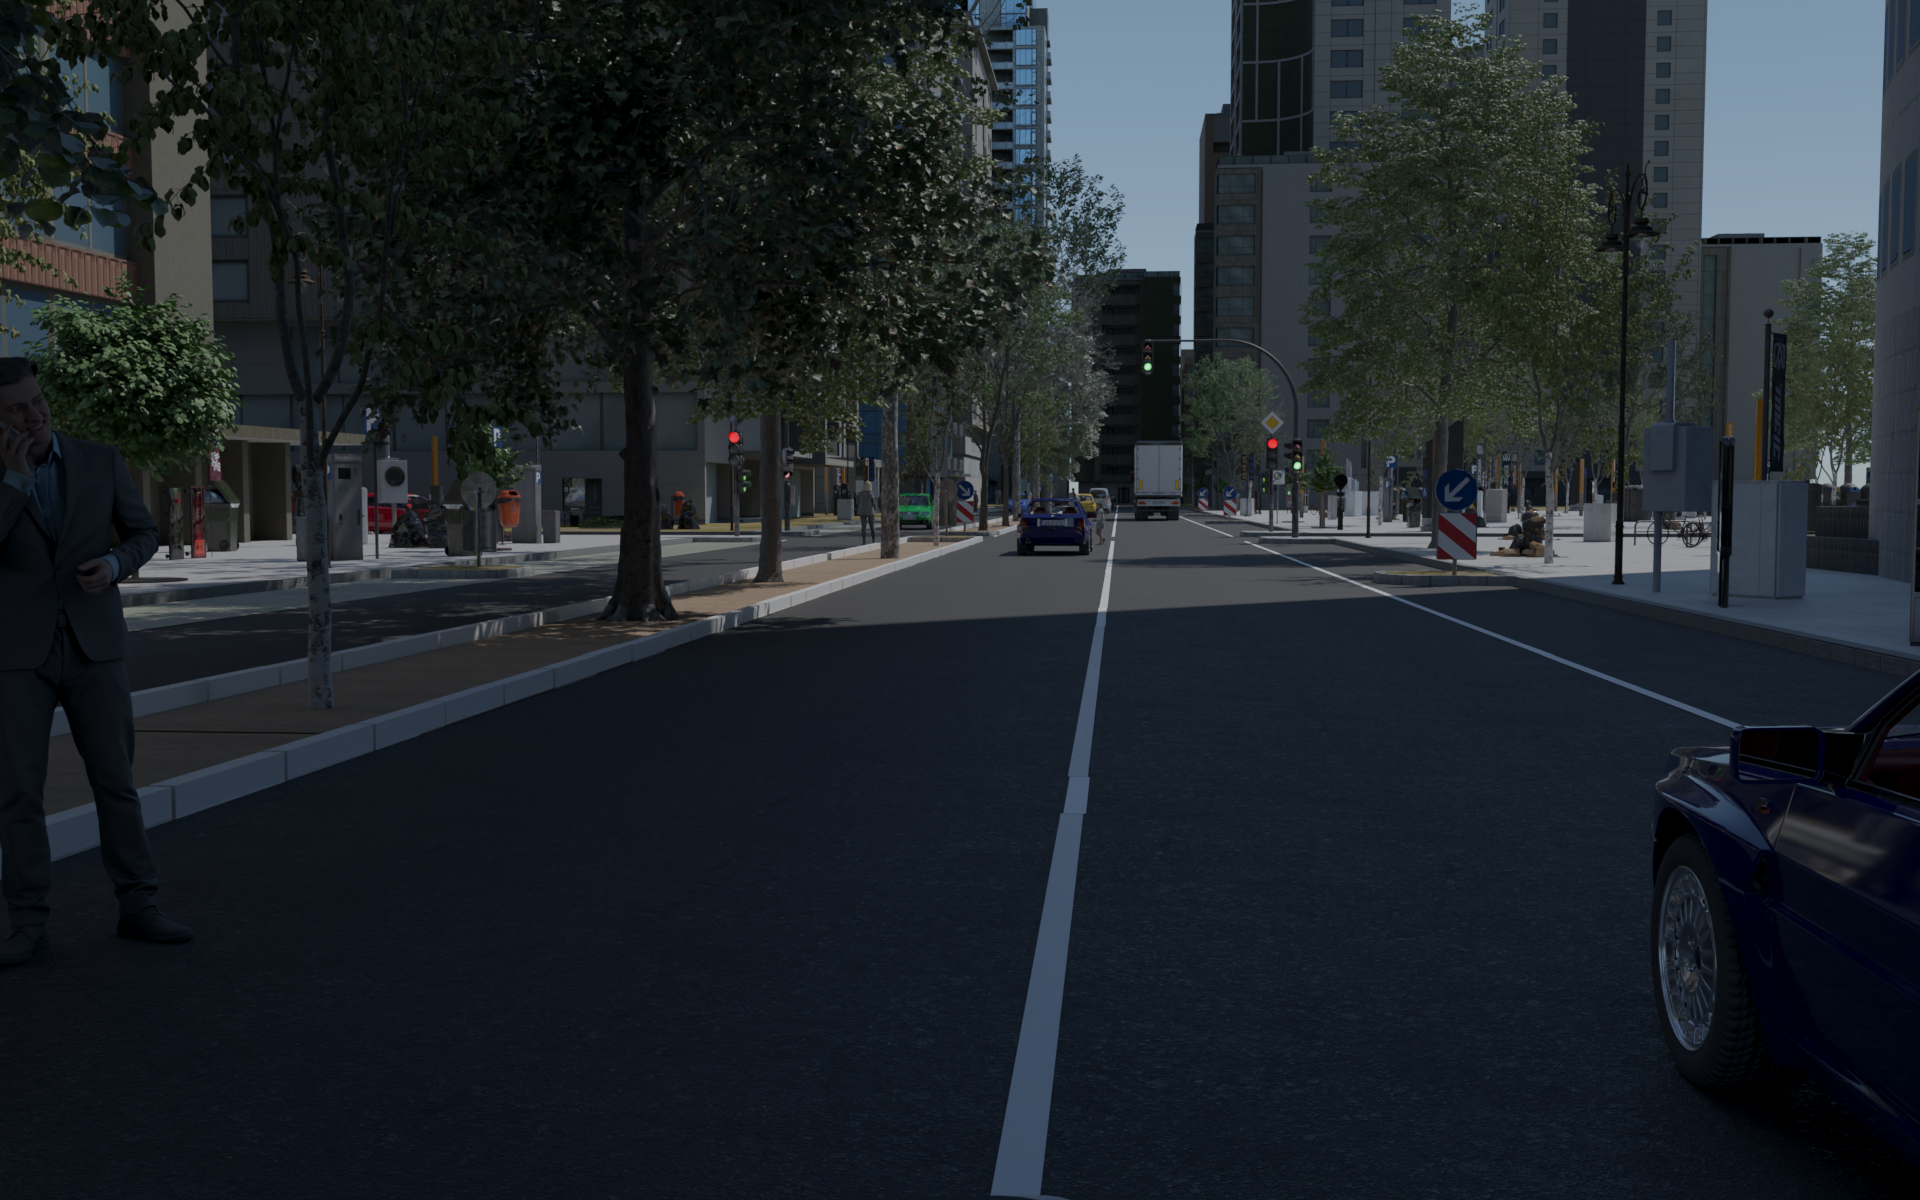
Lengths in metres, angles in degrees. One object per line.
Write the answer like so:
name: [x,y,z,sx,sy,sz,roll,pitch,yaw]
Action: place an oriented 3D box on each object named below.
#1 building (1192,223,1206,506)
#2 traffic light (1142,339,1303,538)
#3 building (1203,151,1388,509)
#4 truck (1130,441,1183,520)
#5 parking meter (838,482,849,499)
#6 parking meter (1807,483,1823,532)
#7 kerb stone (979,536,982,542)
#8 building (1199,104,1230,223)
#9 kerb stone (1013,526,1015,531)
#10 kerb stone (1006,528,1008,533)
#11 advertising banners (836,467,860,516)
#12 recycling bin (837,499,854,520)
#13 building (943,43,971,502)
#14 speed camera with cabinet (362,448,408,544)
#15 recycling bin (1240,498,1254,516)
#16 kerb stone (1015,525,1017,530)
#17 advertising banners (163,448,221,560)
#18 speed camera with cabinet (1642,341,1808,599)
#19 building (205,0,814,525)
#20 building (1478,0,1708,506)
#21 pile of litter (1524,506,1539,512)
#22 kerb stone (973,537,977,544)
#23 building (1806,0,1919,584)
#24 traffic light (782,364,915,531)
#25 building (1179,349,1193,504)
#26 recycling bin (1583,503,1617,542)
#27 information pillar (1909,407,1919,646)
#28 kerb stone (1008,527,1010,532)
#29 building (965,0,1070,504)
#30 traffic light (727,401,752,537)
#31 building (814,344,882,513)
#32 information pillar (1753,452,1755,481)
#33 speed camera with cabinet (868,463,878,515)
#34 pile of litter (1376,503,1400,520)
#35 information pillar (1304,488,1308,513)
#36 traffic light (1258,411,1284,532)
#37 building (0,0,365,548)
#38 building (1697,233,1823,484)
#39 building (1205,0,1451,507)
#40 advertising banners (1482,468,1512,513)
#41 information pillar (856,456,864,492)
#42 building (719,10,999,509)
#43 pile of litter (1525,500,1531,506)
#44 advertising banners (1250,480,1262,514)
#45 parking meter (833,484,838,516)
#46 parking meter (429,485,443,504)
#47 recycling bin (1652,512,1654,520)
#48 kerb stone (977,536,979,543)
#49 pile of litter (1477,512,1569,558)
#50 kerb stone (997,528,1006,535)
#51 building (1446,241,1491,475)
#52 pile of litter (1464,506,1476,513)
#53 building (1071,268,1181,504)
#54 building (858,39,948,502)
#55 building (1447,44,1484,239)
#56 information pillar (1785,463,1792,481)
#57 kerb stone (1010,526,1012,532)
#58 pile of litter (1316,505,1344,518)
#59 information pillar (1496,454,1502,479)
building: [31.987,-25.323,185.732,14.160,30.474,14.107,0,4,5]
traffic light: [7.723,-4.657,50.812,4.771,5.953,1.251,0,4,5]
building: [28.938,-23.148,150.176,14.160,30.474,14.107,0,4,5]
truck: [11.026,-6.628,97.278,2.839,4.237,11.283,0,4,5]
parking meter: [-5.703,-4.907,85.939,0.399,1.863,0.255,0,4,8]
parking meter: [19.570,-1.915,39.722,0.372,1.533,0.369,0,3,0]
kerb stone: [0.484,-1.754,51.038,0.120,0.150,1.000,0,4,5]
building: [34.644,-33.586,199.247,14.600,45.320,14.200,0,4,5]
kerb stone: [1.942,-2.729,66.861,0.120,0.150,1.000,0,4,5]
kerb stone: [1.571,-2.474,62.773,0.120,0.150,1.000,0,4,5]
advertising banners: [-6.429,-6.324,99.588,0.090,3.025,2.074,3,5,41]
recycling bin: [-5.630,-4.437,85.106,0.722,1.027,0.722,0,4,5]
building: [-11.502,-33.444,166.415,23.786,49.044,30.456,0,4,5]
speed camera with cabinet: [-15.211,-3.053,44.250,2.038,3.252,0.660,-3,5,-40]
recycling bin: [17.014,-5.510,102.640,0.722,1.027,0.722,1,4,19]
kerb stone: [2.034,-2.794,67.879,0.120,0.150,1.000,0,4,5]
advertising banners: [-15.216,-2.342,34.483,0.090,3.025,2.074,0,4,8]
speed camera with cabinet: [9.678,-1.688,21.942,0.660,3.252,2.038,-2,4,-28]
building: [-20.545,-30.260,83.983,28.713,52.752,27.495,0,4,5]
building: [69.090,-46.190,193.456,20.611,71.187,20.563,0,4,5]
pile of litter: [15.999,-2.112,48.499,1.719,0.858,1.176,2,4,29]
kerb stone: [0.297,-1.633,49.002,0.120,0.150,1.000,0,4,5]
building: [23.530,-29.187,19.209,21.231,58.520,28.212,0,4,5]
traffic light: [-3.906,-5.223,60.058,4.771,5.953,1.251,0,4,5]
building: [43.935,-23.588,230.710,28.899,21.520,27.650,0,4,5]
recycling bin: [17.261,-2.087,46.680,0.722,1.027,0.722,2,4,34]
information pillar: [8.227,-0.616,14.558,0.304,2.012,0.304,-3,5,-39]
kerb stone: [1.652,-2.544,63.792,0.120,0.150,1.000,0,4,5]
building: [-0.940,-56.096,229.843,31.000,86.520,22.319,0,4,5]
traffic light: [-6.729,-3.874,52.263,0.839,4.253,0.868,0,4,5]
building: [-15.956,-41.923,123.695,20.563,71.187,20.611,0,4,5]
information pillar: [44.543,-6.445,96.727,0.504,3.616,0.183,3,5,43]
speed camera with cabinet: [-5.778,-7.018,109.076,0.660,3.252,2.038,-2,4,-25]
pile of litter: [21.263,-4.412,86.097,1.176,0.858,1.719,1,4,16]
information pillar: [23.662,-6.987,118.724,0.304,2.012,0.304,-2,4,-35]
traffic light: [10.546,-4.269,58.713,0.839,4.253,0.868,0,4,5]
building: [-32.629,-23.558,39.806,28.867,44.769,22.147,0,4,5]
building: [87.327,-25.947,195.927,14.107,30.474,14.160,0,4,5]
building: [34.639,-44.531,166.330,20.563,71.187,20.611,0,4,5]
advertising banners: [35.517,-7.255,114.805,2.074,3.025,0.090,0,4,1]
information pillar: [-6.099,-6.955,105.062,0.504,3.616,0.183,0,4,-1]
building: [-10.345,-37.148,196.605,27.495,52.752,28.713,0,4,5]
pile of litter: [43.093,-7.135,130.623,1.176,0.858,1.719,1,4,11]
advertising banners: [18.832,-6.978,110.279,0.090,3.025,2.074,-1,4,-10]
parking meter: [-7.338,-5.969,103.304,0.399,1.863,0.255,1,4,15]
parking meter: [-15.215,-2.565,50.344,0.372,1.533,0.369,0,3,0]
recycling bin: [34.615,-4.450,85.313,0.722,1.027,0.722,-3,4,-37]
kerb stone: [0.385,-1.700,50.020,0.120,0.150,1.000,0,4,5]
pile of litter: [11.636,-1.317,35.500,1.176,0.858,1.719,-1,4,-20]
kerb stone: [1.470,-2.419,61.748,0.120,0.150,1.000,0,4,5]
building: [52.010,-26.105,198.521,14.107,30.474,14.160,0,4,5]
pile of litter: [19.403,-3.199,66.262,1.719,0.858,1.176,1,4,12]
building: [21.462,-27.731,225.102,14.107,30.474,14.160,0,4,5]
building: [-8.591,-30.178,143.526,14.600,45.320,14.200,0,4,5]
building: [73.269,-41.646,222.909,28.212,58.520,21.231,0,4,5]
information pillar: [61.884,-8.443,129.393,0.504,3.616,0.183,-1,4,-11]
kerb stone: [1.749,-2.606,64.810,0.120,0.150,1.000,0,4,5]
pile of litter: [20.008,-4.871,93.607,1.719,0.858,1.176,-1,4,-11]
information pillar: [31.610,-6.745,101.629,0.504,3.616,0.183,-2,4,-30]
